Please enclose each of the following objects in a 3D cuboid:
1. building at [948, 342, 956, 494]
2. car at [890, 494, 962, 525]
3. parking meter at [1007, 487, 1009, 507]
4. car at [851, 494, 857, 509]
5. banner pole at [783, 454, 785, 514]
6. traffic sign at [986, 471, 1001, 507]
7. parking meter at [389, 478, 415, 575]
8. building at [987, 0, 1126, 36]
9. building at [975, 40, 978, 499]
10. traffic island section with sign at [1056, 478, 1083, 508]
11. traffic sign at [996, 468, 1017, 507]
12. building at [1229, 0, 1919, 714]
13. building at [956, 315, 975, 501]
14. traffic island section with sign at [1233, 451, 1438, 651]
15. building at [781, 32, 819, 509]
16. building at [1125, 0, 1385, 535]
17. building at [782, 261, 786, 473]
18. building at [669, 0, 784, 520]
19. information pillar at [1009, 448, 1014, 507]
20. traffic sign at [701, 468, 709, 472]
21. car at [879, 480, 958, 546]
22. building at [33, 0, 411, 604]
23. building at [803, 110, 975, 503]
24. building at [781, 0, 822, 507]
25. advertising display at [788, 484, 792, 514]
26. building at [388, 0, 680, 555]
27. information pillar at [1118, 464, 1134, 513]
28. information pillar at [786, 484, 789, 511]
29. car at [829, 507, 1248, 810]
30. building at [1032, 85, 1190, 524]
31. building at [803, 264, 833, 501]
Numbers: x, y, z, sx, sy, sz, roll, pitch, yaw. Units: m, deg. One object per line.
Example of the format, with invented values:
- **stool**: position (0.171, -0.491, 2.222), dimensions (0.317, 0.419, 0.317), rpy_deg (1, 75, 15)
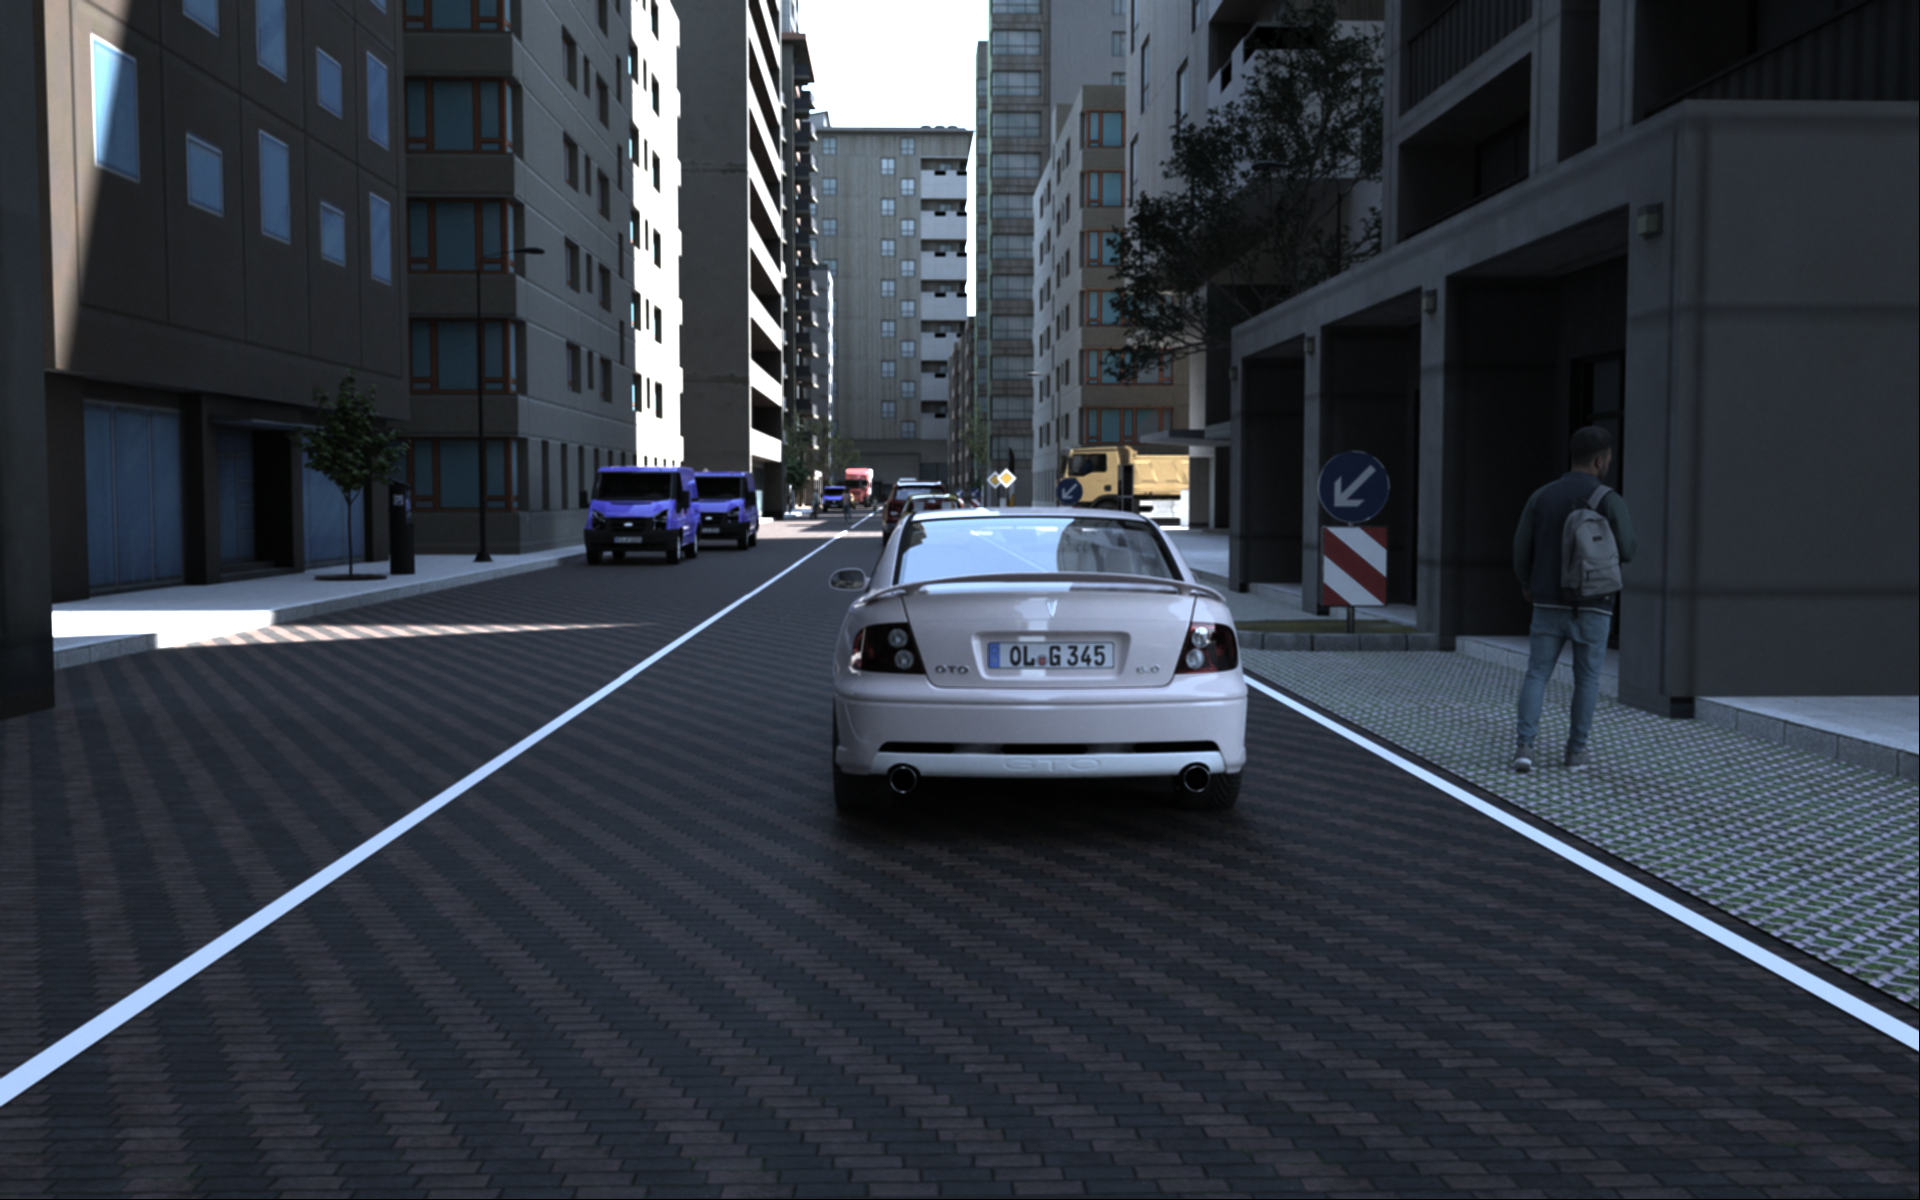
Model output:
- **building**: position (12.684, -22.437, 211.892), dimensions (27.650, 21.520, 28.899), rpy_deg (0, 4, -2)
- **car**: position (-0.687, -1.957, 42.227), dimensions (2.015, 1.641, 3.980), rpy_deg (0, 4, -3)
- **parking meter**: position (2.754, -5.612, 97.470), dimensions (0.255, 1.863, 0.399), rpy_deg (2, 4, 26)
- **car**: position (-10.830, -9.478, 165.186), dimensions (2.015, 1.641, 3.980), rpy_deg (0, 4, -2)
- **banner pole**: position (-11.071, -7.253, 108.600), dimensions (0.401, 3.779, 0.863), rpy_deg (0, 4, 3)
- **traffic sign**: position (1.513, -4.330, 74.431), dimensions (0.795, 2.450, 0.064), rpy_deg (0, 4, -2)
- **parking meter**: position (-8.940, -1.182, 27.735), dimensions (0.372, 1.533, 0.369), rpy_deg (0, 3, 0)
- **building**: position (8.748, -26.421, 115.578), dimensions (14.154, 41.232, 14.086), rpy_deg (0, 4, -2)
- **building**: position (8.307, -29.154, 160.256), dimensions (14.154, 41.232, 14.086), rpy_deg (0, 4, -2)
- **traffic island section with sign**: position (2.572, -2.136, 43.559), dimensions (1.989, 1.847, 2.006), rpy_deg (0, 4, -2)
- **traffic sign**: position (1.779, -3.841, 66.450), dimensions (0.795, 2.450, 0.064), rpy_deg (0, 4, -2)
- **building**: position (14.536, -35.192, 13.639), dimensions (20.563, 71.187, 20.611), rpy_deg (0, 4, -2)
- **building**: position (14.143, -20.641, 182.516), dimensions (27.650, 21.520, 28.899), rpy_deg (0, 4, -2)
- **traffic island section with sign**: position (3.471, -0.489, 16.619), dimensions (1.989, 1.847, 2.006), rpy_deg (0, 4, -2)
- **building**: position (-24.800, -31.068, 162.580), dimensions (22.147, 44.769, 28.867), rpy_deg (0, 4, -2)
- **building**: position (19.888, -28.204, 50.371), dimensions (28.713, 52.752, 27.495), rpy_deg (0, 4, -2)
- **building**: position (-26.580, -16.610, 116.607), dimensions (27.650, 21.520, 28.899), rpy_deg (0, 4, -2)
- **building**: position (-19.970, -28.079, 82.796), dimensions (21.300, 48.544, 21.600), rpy_deg (0, 4, -2)
- **information pillar**: position (2.583, -5.846, 86.929), dimensions (0.183, 3.616, 0.504), rpy_deg (-1, 4, -21)
- **traffic sign**: position (-9.709, -3.819, 66.088), dimensions (0.795, 2.450, 0.064), rpy_deg (0, 4, -2)
- **car**: position (-1.177, -2.491, 49.398), dimensions (2.281, 1.827, 5.304), rpy_deg (0, 4, -2)
- **building**: position (-17.378, -22.945, 25.257), dimensions (14.600, 45.320, 14.200), rpy_deg (0, 4, -2)
- **building**: position (-10.087, -40.199, 246.498), dimensions (27.495, 52.752, 28.713), rpy_deg (0, 4, -2)
- **building**: position (-25.482, -45.763, 186.471), dimensions (20.563, 71.187, 20.611), rpy_deg (0, 4, -2)
- **advertising display**: position (-11.168, -6.633, 113.656), dimensions (0.123, 1.923, 0.974), rpy_deg (0, 4, 1)
- **building**: position (-24.231, -12.497, 49.371), dimensions (28.899, 21.520, 27.650), rpy_deg (0, 4, -2)
- **information pillar**: position (4.066, -2.328, 42.557), dimensions (0.304, 2.012, 0.304), rpy_deg (-1, 4, -15)
- **information pillar**: position (-12.849, -7.596, 128.684), dimensions (0.304, 2.012, 0.304), rpy_deg (-3, 5, -45)
- **car**: position (0.316, 0.190, 9.255), dimensions (2.083, 1.381, 4.827), rpy_deg (0, 4, -1)
- **building**: position (19.140, -14.845, 87.748), dimensions (28.899, 21.520, 27.650), rpy_deg (0, 4, -2)
- **building**: position (-23.047, -27.281, 217.751), dimensions (14.107, 30.474, 14.160), rpy_deg (0, 4, -2)
